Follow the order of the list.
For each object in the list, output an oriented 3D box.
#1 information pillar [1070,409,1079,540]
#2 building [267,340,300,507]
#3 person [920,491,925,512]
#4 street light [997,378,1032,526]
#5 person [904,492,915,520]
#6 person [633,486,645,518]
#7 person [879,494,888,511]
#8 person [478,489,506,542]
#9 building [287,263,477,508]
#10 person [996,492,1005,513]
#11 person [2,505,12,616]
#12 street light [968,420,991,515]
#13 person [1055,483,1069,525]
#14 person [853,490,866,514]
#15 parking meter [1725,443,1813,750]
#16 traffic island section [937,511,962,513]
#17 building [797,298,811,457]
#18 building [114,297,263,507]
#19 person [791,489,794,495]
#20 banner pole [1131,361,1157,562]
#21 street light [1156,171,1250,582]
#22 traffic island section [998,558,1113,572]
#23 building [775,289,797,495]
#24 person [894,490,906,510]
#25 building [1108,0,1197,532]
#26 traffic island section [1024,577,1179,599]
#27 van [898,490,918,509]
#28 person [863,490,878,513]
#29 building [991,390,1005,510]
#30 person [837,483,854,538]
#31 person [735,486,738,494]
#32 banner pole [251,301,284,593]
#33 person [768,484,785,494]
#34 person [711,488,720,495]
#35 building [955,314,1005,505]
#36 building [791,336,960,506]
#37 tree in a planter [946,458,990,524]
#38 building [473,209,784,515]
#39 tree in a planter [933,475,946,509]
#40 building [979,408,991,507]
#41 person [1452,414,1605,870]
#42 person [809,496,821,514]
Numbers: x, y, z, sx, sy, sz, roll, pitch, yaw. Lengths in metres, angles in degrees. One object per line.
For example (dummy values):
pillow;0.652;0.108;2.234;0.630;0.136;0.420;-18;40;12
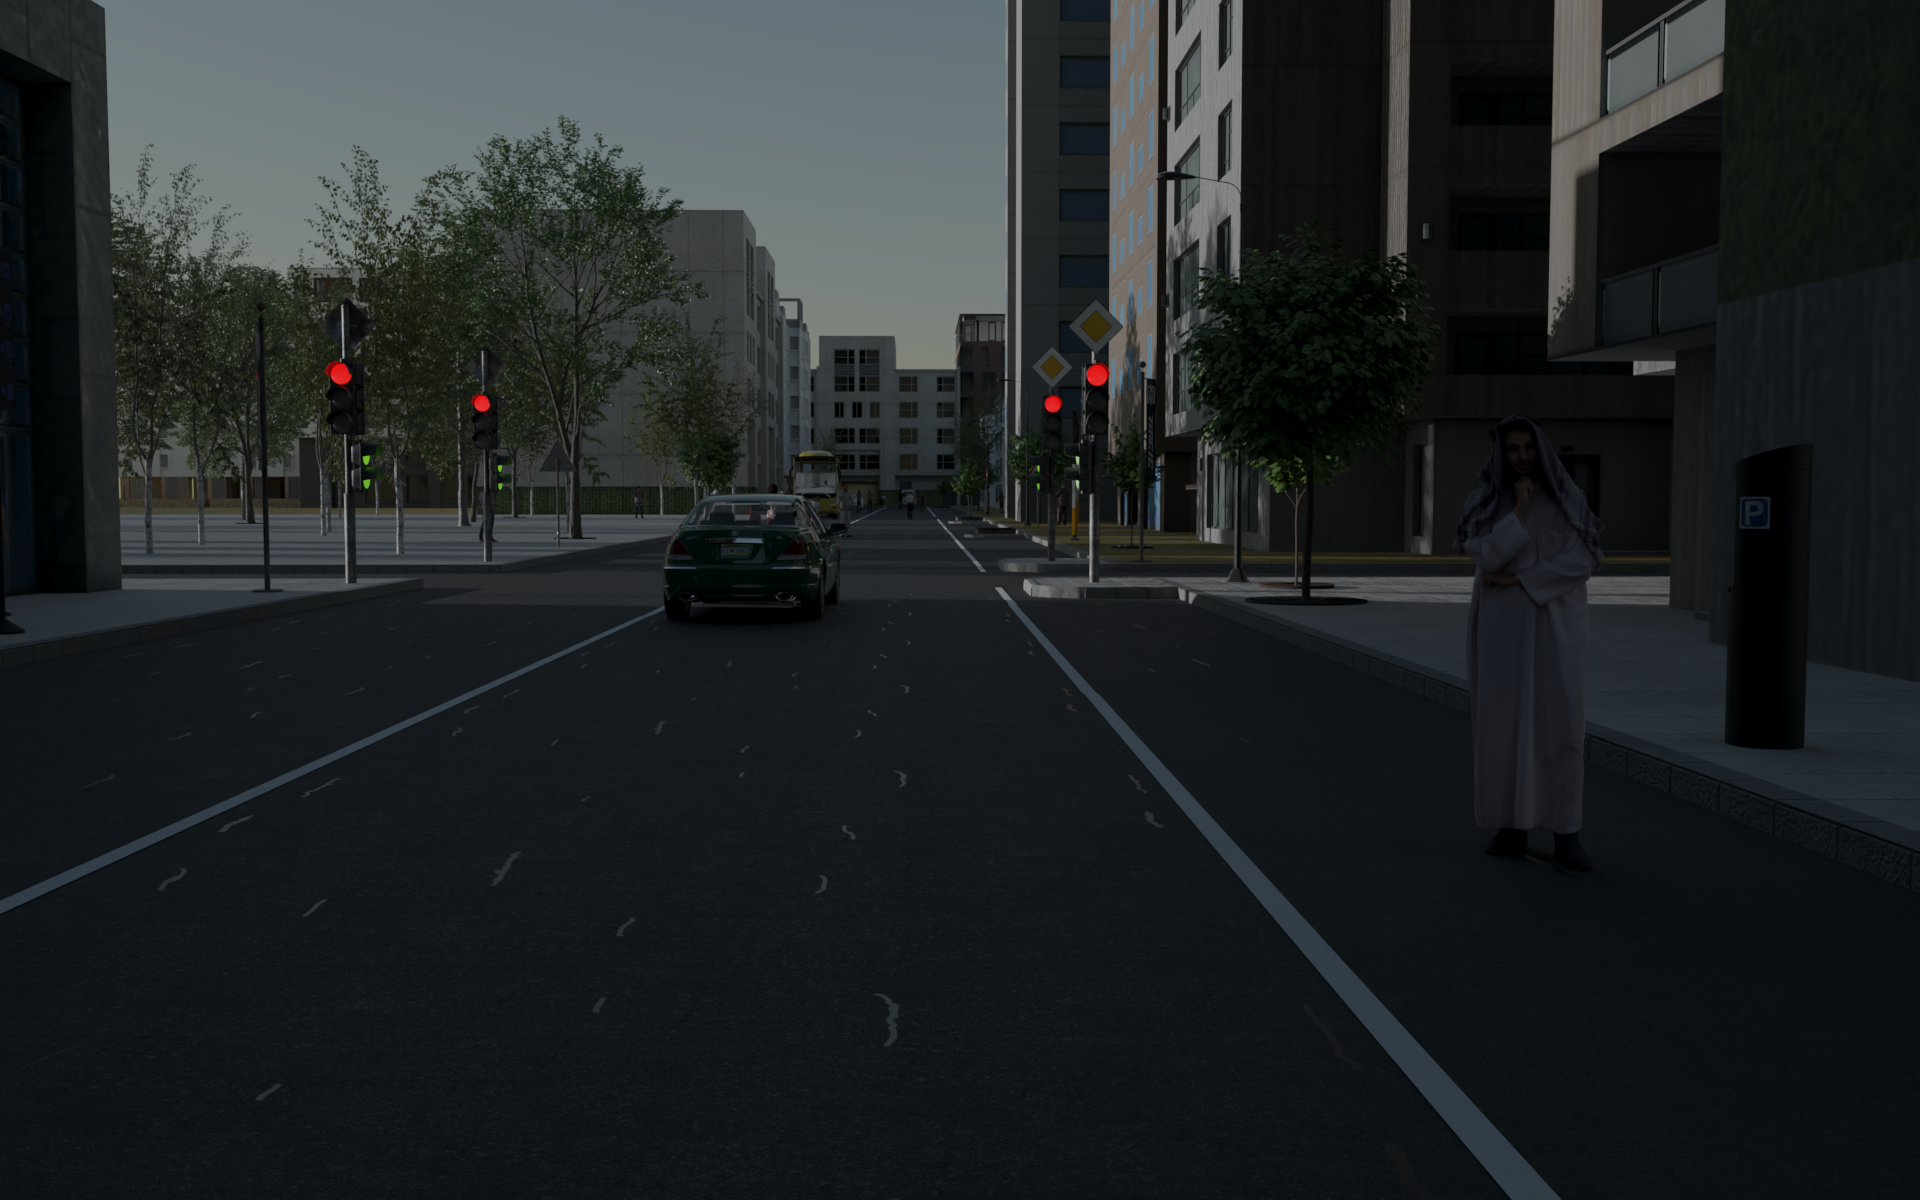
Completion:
information pillar;3.205;-3.466;48.030;0.183;3.616;0.504;1;4;16
building;-81.064;-20.982;199.476;11.380;20.091;16.016;0;4;-1
person;-3.032;-8.018;141.063;0.415;1.643;0.593;1;4;11
street light;2.178;-5.944;69.733;1.470;5.913;1.316;0;4;-1
person;-2.845;-5.302;97.405;0.614;1.554;0.590;0;4;7
person;-16.948;-5.175;91.478;0.655;1.722;0.431;0;4;-4
person;-6.558;-8.427;149.477;0.799;1.438;0.628;-2;4;-34
person;-12.605;-2.343;46.303;0.963;1.587;0.435;2;4;26
building;-44.568;-19.782;167.412;32.646;21.610;27.936;0;4;-1
person;2.810;-6.562;116.597;1.065;1.426;0.557;-2;4;-35
person;-10.214;-0.723;17.997;0.598;1.807;0.434;0;4;1
street light;1.211;-8.299;108.230;1.470;5.913;1.316;0;4;-1
person;4.170;-3.941;71.158;0.600;1.739;0.565;2;4;34
person;-7.479;-7.243;127.635;1.217;1.735;0.721;2;4;26
parking meter;4.119;-0.025;8.824;0.372;1.533;0.369;0;3;0
traffic island section;-0.836;-6.857;134.975;1.991;0.108;1.994;0;4;-1
building;-20.882;-19.400;173.610;11.380;20.091;16.016;0;4;-1
building;-78.488;-19.368;173.089;11.380;20.091;16.016;0;4;-1
person;-15.835;-9.678;165.002;0.721;1.743;1.217;1;4;12
banner pole;3.557;-2.623;32.906;0.401;3.779;0.863;2;4;31
street light;3.518;-3.216;25.117;1.470;5.913;1.316;0;4;-1
traffic island section;1.773;-0.667;33.187;2.009;0.180;2.903;0;4;-1
building;-23.507;-18.416;157.524;16.016;20.091;11.380;0;4;-1
person;-5.401;-9.153;158.156;1.348;1.822;0.705;0;4;6
building;13.249;-25.305;63.849;14.600;45.320;14.200;0;4;-1
traffic island section;1.978;-0.179;25.205;2.009;0.180;2.903;0;4;-1
van;-5.152;-10.113;172.365;2.013;2.044;4.112;0;4;-1
person;-6.880;-7.565;132.903;1.217;1.743;0.721;-2;4;-26
building;7.927;-12.137;140.588;9.099;9.664;28.070;0;4;-1
person;-3.752;-2.945;56.798;0.875;1.805;0.789;-3;4;-38
person;-13.917;-6.155;106.807;0.434;1.807;0.598;-2;4;-26
banner pole;-9.033;-1.981;22.407;0.401;3.779;0.863;-1;4;-15
person;-3.850;-1.614;36.355;0.517;1.644;0.566;3;5;44
person;-11.738;-4.686;83.382;0.376;1.734;0.841;-1;4;-20
building;16.007;-22.208;207.082;32.646;21.610;27.936;0;4;-1
building;-15.931;-20.511;201.804;31.486;18.905;16.747;0;4;-1
tree in a planter;0.431;-5.376;85.117;1.991;3.239;1.994;0;4;-1
building;-22.220;-15.727;123.598;16.747;18.905;31.486;0;4;-1
tree in a planter;-1.545;-10.100;162.349;1.991;3.239;1.994;0;4;-1
building;6.863;-13.880;169.077;9.099;9.664;28.070;0;4;-1
person;2.223;0.143;6.835;0.551;1.740;0.621;0;4;4
person;-5.589;-3.304;66.431;0.435;1.345;0.340;-2;4;-28
